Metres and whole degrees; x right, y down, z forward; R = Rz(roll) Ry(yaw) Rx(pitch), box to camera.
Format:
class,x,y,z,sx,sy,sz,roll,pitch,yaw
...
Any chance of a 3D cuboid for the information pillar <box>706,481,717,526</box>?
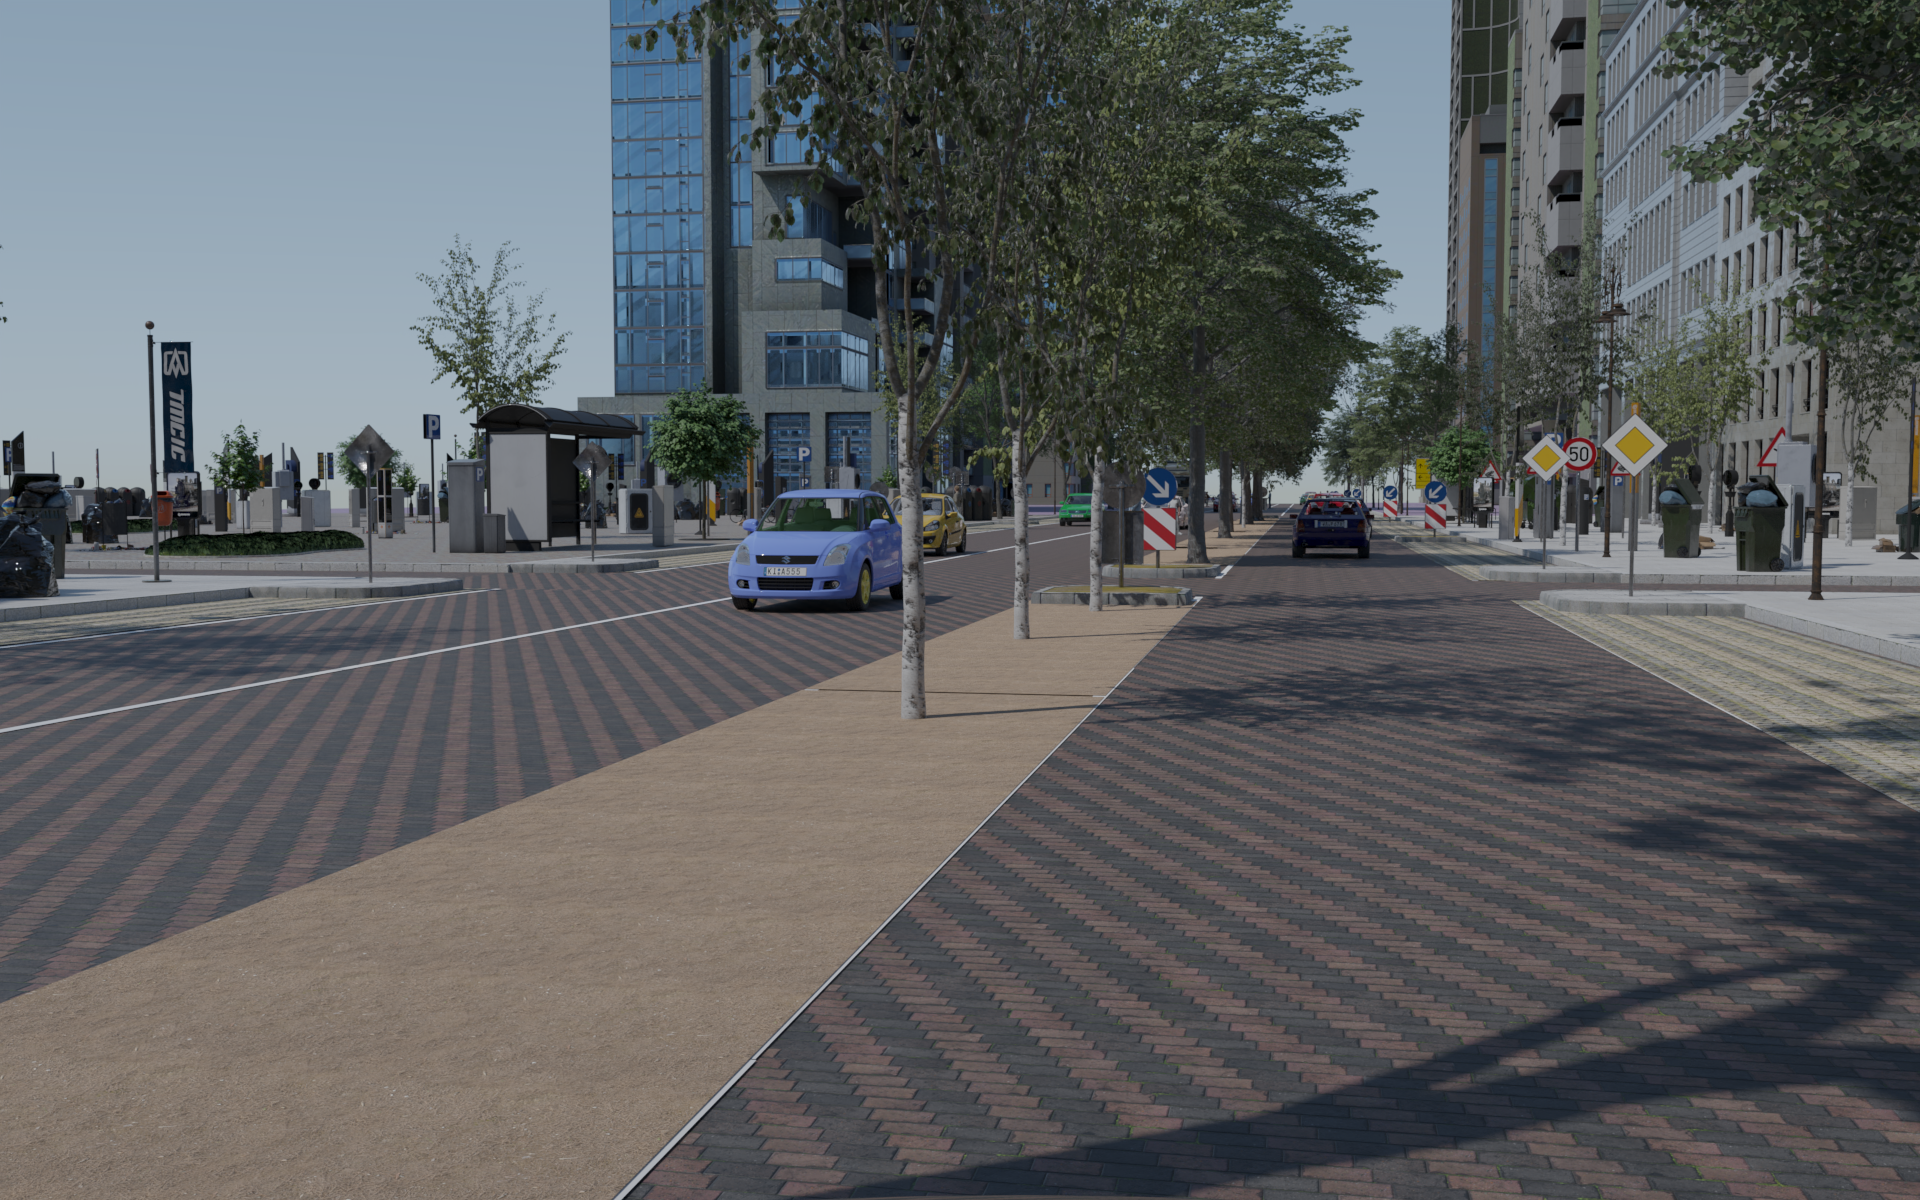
class,x,y,z,sx,sy,sz,roll,pitch,yaw
information pillar,-10.077,-4.798,69.806,0.504,3.616,0.183,1,4,11

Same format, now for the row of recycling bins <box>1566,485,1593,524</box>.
class,x,y,z,sx,sy,sz,roll,pitch,yaw
row of recycling bins,26.739,-4.226,76.215,1.069,1.692,3.534,0,4,-6

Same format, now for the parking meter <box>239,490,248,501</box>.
class,x,y,z,sx,sy,sz,roll,pitch,yaw
parking meter,-38.069,-5.281,92.062,0.255,1.863,0.399,2,4,25

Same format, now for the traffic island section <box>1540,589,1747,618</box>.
class,x,y,z,sx,sy,sz,roll,pitch,yaw
traffic island section,8.420,0.036,21.689,2.009,0.180,2.903,1,4,11

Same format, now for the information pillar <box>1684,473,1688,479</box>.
class,x,y,z,sx,sy,sz,roll,pitch,yaw
information pillar,25.735,-3.461,61.077,0.304,2.012,0.304,0,4,-4

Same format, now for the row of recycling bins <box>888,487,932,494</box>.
class,x,y,z,sx,sy,sz,roll,pitch,yaw
row of recycling bins,-2.967,-5.594,98.569,3.534,1.692,1.069,3,5,40

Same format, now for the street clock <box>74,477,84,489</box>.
class,x,y,z,sx,sy,sz,roll,pitch,yaw
street clock,-36.662,-4.131,72.115,0.471,2.002,0.358,3,4,36

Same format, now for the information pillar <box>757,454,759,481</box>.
class,x,y,z,sx,sy,sz,roll,pitch,yaw
information pillar,-11.915,-6.773,102.085,0.183,3.616,0.504,-1,4,-9

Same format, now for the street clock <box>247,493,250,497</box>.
class,x,y,z,sx,sy,sz,roll,pitch,yaw
street clock,-48.197,-6.926,117.806,0.471,2.002,0.358,2,4,28

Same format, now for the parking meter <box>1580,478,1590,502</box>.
class,x,y,z,sx,sy,sz,roll,pitch,yaw
parking meter,22.381,-3.451,62.128,0.399,1.863,0.255,1,4,11

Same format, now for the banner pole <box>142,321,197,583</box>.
class,x,y,z,sx,sy,sz,roll,pitch,yaw
banner pole,-11.473,-2.145,25.096,0.863,3.779,0.401,0,4,7

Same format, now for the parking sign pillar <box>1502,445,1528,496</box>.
class,x,y,z,sx,sy,sz,roll,pitch,yaw
parking sign pillar,30.762,-6.577,96.000,1.447,3.967,1.447,3,4,37

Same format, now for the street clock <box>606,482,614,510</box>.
class,x,y,z,sx,sy,sz,roll,pitch,yaw
street clock,-21.730,-6.298,107.537,0.471,2.002,0.358,-2,4,-34

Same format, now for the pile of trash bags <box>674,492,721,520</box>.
class,x,y,z,sx,sy,sz,roll,pitch,yaw
pile of trash bags,-13.256,-4.712,86.787,1.912,1.369,3.447,2,4,35

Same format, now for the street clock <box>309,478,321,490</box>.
class,x,y,z,sx,sy,sz,roll,pitch,yaw
street clock,-29.090,-4.498,78.113,0.471,2.002,0.358,0,4,3

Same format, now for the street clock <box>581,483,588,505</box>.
class,x,y,z,sx,sy,sz,roll,pitch,yaw
street clock,-18.534,-4.948,85.470,0.471,2.002,0.358,-2,4,-33

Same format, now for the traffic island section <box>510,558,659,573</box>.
class,x,y,z,sx,sy,sz,roll,pitch,yaw
traffic island section,-6.988,-0.648,32.877,2.009,0.180,2.903,1,4,11

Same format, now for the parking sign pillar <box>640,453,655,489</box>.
class,x,y,z,sx,sy,sz,roll,pitch,yaw
parking sign pillar,-17.443,-6.616,96.648,1.447,3.967,1.447,1,4,9

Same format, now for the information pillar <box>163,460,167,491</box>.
class,x,y,z,sx,sy,sz,roll,pitch,yaw
information pillar,-54.418,-7.792,118.757,0.504,3.616,0.183,1,4,16

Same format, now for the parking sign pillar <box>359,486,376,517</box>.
class,x,y,z,sx,sy,sz,roll,pitch,yaw
parking sign pillar,-33.566,-6.722,98.371,1.447,3.967,1.447,-1,4,-9

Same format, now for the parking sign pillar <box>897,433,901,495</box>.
class,x,y,z,sx,sy,sz,roll,pitch,yaw
parking sign pillar,-2.401,-5.412,76.954,1.447,3.967,1.447,1,4,16

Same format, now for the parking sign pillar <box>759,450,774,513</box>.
class,x,y,z,sx,sy,sz,roll,pitch,yaw
parking sign pillar,-11.716,-7.100,104.555,1.447,3.967,1.447,1,4,21

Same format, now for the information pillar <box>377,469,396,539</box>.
class,x,y,z,sx,sy,sz,roll,pitch,yaw
information pillar,-16.573,-2.778,49.914,0.304,2.012,0.304,2,4,26

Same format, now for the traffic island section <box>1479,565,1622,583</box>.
class,x,y,z,sx,sy,sz,roll,pitch,yaw
traffic island section,9.973,-0.443,29.522,2.009,0.180,2.903,1,4,11

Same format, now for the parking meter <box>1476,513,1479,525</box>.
class,x,y,z,sx,sy,sz,roll,pitch,yaw
parking meter,21.453,-4.003,71.159,0.399,1.863,0.255,-1,4,-20

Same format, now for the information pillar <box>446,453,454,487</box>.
class,x,y,z,sx,sy,sz,roll,pitch,yaw
information pillar,-28.897,-6.540,98.278,0.183,3.616,0.504,3,5,39

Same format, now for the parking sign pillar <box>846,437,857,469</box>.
class,x,y,z,sx,sy,sz,roll,pitch,yaw
parking sign pillar,-5.214,-5.757,82.607,1.447,3.967,1.447,0,4,-7

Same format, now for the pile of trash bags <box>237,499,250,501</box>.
class,x,y,z,sx,sy,sz,roll,pitch,yaw
pile of trash bags,-41.330,-5.562,100.686,3.447,1.369,1.912,-2,4,-30

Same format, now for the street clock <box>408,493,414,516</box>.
class,x,y,z,sx,sy,sz,roll,pitch,yaw
street clock,-30.992,-5.700,97.770,0.358,2.002,0.471,1,4,9

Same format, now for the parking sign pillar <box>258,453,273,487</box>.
class,x,y,z,sx,sy,sz,roll,pitch,yaw
parking sign pillar,-44.880,-7.519,111.406,1.447,3.967,1.447,-1,4,-19

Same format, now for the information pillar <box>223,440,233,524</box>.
class,x,y,z,sx,sy,sz,roll,pitch,yaw
information pillar,-31.720,-5.114,74.975,0.504,3.616,0.183,3,5,43

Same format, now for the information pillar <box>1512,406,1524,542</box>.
class,x,y,z,sx,sy,sz,roll,pitch,yaw
information pillar,14.933,-3.356,46.224,0.183,3.616,0.504,2,4,32

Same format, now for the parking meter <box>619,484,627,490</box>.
class,x,y,z,sx,sy,sz,roll,pitch,yaw
parking meter,-18.951,-5.614,97.497,0.399,1.863,0.255,1,4,21

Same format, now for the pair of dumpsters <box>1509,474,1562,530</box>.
class,x,y,z,sx,sy,sz,roll,pitch,yaw
pair of dumpsters,21.336,-3.771,64.146,1.574,2.255,4.437,1,4,11

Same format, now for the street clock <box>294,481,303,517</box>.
class,x,y,z,sx,sy,sz,roll,pitch,yaw
street clock,-36.874,-5.625,96.540,0.471,2.002,0.358,-2,4,-27

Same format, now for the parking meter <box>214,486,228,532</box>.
class,x,y,z,sx,sy,sz,roll,pitch,yaw
parking meter,-25.148,-3.257,58.964,0.399,1.863,0.255,0,4,-3

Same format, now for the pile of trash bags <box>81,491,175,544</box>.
class,x,y,z,sx,sy,sz,roll,pitch,yaw
pile of trash bags,-22.397,-2.177,45.348,3.447,1.369,1.912,-1,4,-15

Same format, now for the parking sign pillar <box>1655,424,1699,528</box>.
class,x,y,z,sx,sy,sz,roll,pitch,yaw
parking sign pillar,27.415,-4.740,65.965,1.447,3.967,1.447,1,4,23

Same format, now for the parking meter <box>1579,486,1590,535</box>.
class,x,y,z,sx,sy,sz,roll,pitch,yaw
parking meter,19.582,-2.815,54.435,0.372,1.533,0.369,0,3,0

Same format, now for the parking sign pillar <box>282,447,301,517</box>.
class,x,y,z,sx,sy,sz,roll,pitch,yaw
parking sign pillar,-37.846,-6.719,98.330,1.447,3.967,1.447,-3,4,-38

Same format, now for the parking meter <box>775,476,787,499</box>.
class,x,y,z,sx,sy,sz,roll,pitch,yaw
parking meter,-5.938,-3.170,57.546,0.255,1.863,0.399,2,4,26

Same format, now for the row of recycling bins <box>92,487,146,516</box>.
class,x,y,z,sx,sy,sz,roll,pitch,yaw
row of recycling bins,-48.631,-5.680,99.975,1.069,1.692,3.534,1,4,23

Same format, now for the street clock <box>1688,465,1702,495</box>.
class,x,y,z,sx,sy,sz,roll,pitch,yaw
street clock,18.330,-2.365,43.245,0.358,2.002,0.471,1,4,11

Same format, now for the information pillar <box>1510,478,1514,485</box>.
class,x,y,z,sx,sy,sz,roll,pitch,yaw
information pillar,25.253,-4.556,78.987,0.304,2.012,0.304,-2,4,-28

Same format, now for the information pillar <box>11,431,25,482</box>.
class,x,y,z,sx,sy,sz,roll,pitch,yaw
information pillar,-34.677,-4.433,63.832,0.183,3.616,0.504,2,4,29

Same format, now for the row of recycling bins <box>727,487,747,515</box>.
class,x,y,z,sx,sy,sz,roll,pitch,yaw
row of recycling bins,-13.200,-6.081,106.534,1.069,1.692,3.534,1,4,23

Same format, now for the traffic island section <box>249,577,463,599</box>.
class,x,y,z,sx,sy,sz,roll,pitch,yaw
traffic island section,-8.541,-0.169,25.044,2.009,0.180,2.903,1,4,11

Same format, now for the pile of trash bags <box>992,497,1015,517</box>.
class,x,y,z,sx,sy,sz,roll,pitch,yaw
pile of trash bags,1.553,-5.385,97.789,3.447,1.369,1.912,-1,4,-9

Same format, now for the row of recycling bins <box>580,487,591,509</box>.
class,x,y,z,sx,sy,sz,roll,pitch,yaw
row of recycling bins,-20.071,-5.218,92.427,1.069,1.692,3.534,0,4,-1

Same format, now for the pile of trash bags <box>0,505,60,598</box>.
class,x,y,z,sx,sy,sz,roll,pitch,yaw
pile of trash bags,-13.120,-0.727,21.635,3.447,1.369,1.912,-1,4,-19

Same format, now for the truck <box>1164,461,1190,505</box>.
class,x,y,z,sx,sy,sz,roll,pitch,yaw
truck,18.879,-9.761,148.506,2.839,4.237,11.283,1,4,10

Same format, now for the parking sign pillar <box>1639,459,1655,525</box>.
class,x,y,z,sx,sy,sz,roll,pitch,yaw
parking sign pillar,29.571,-5.187,73.283,1.447,3.967,1.447,3,4,38

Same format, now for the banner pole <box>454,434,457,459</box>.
class,x,y,z,sx,sy,sz,roll,pitch,yaw
banner pole,-21.161,-5.059,72.736,0.401,3.779,0.863,-1,4,-17

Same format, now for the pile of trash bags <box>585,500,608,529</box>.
class,x,y,z,sx,sy,sz,roll,pitch,yaw
pile of trash bags,-14.854,-3.376,64.958,3.447,1.369,1.912,0,4,2

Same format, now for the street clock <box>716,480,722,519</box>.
class,x,y,z,sx,sy,sz,roll,pitch,yaw
street clock,-14.049,-5.773,98.962,0.358,2.002,0.471,3,4,37

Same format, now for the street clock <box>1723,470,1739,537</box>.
class,x,y,z,sx,sy,sz,roll,pitch,yaw
street clock,23.081,-2.895,51.907,0.358,2.002,0.471,-1,4,-10

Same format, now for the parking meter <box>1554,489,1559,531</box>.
class,x,y,z,sx,sy,sz,roll,pitch,yaw
parking meter,20.731,-3.191,60.583,0.372,1.533,0.369,0,3,0

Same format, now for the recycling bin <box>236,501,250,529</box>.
class,x,y,z,sx,sy,sz,roll,pitch,yaw
recycling bin,-26.156,-3.136,63.828,0.722,1.027,0.722,3,4,36

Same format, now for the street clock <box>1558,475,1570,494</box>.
class,x,y,z,sx,sy,sz,roll,pitch,yaw
street clock,23.247,-3.802,66.730,0.471,2.002,0.358,-3,5,-42

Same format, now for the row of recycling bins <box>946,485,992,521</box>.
class,x,y,z,sx,sy,sz,roll,pitch,yaw
row of recycling bins,0.395,-4.627,82.763,1.069,1.692,3.534,2,4,31
